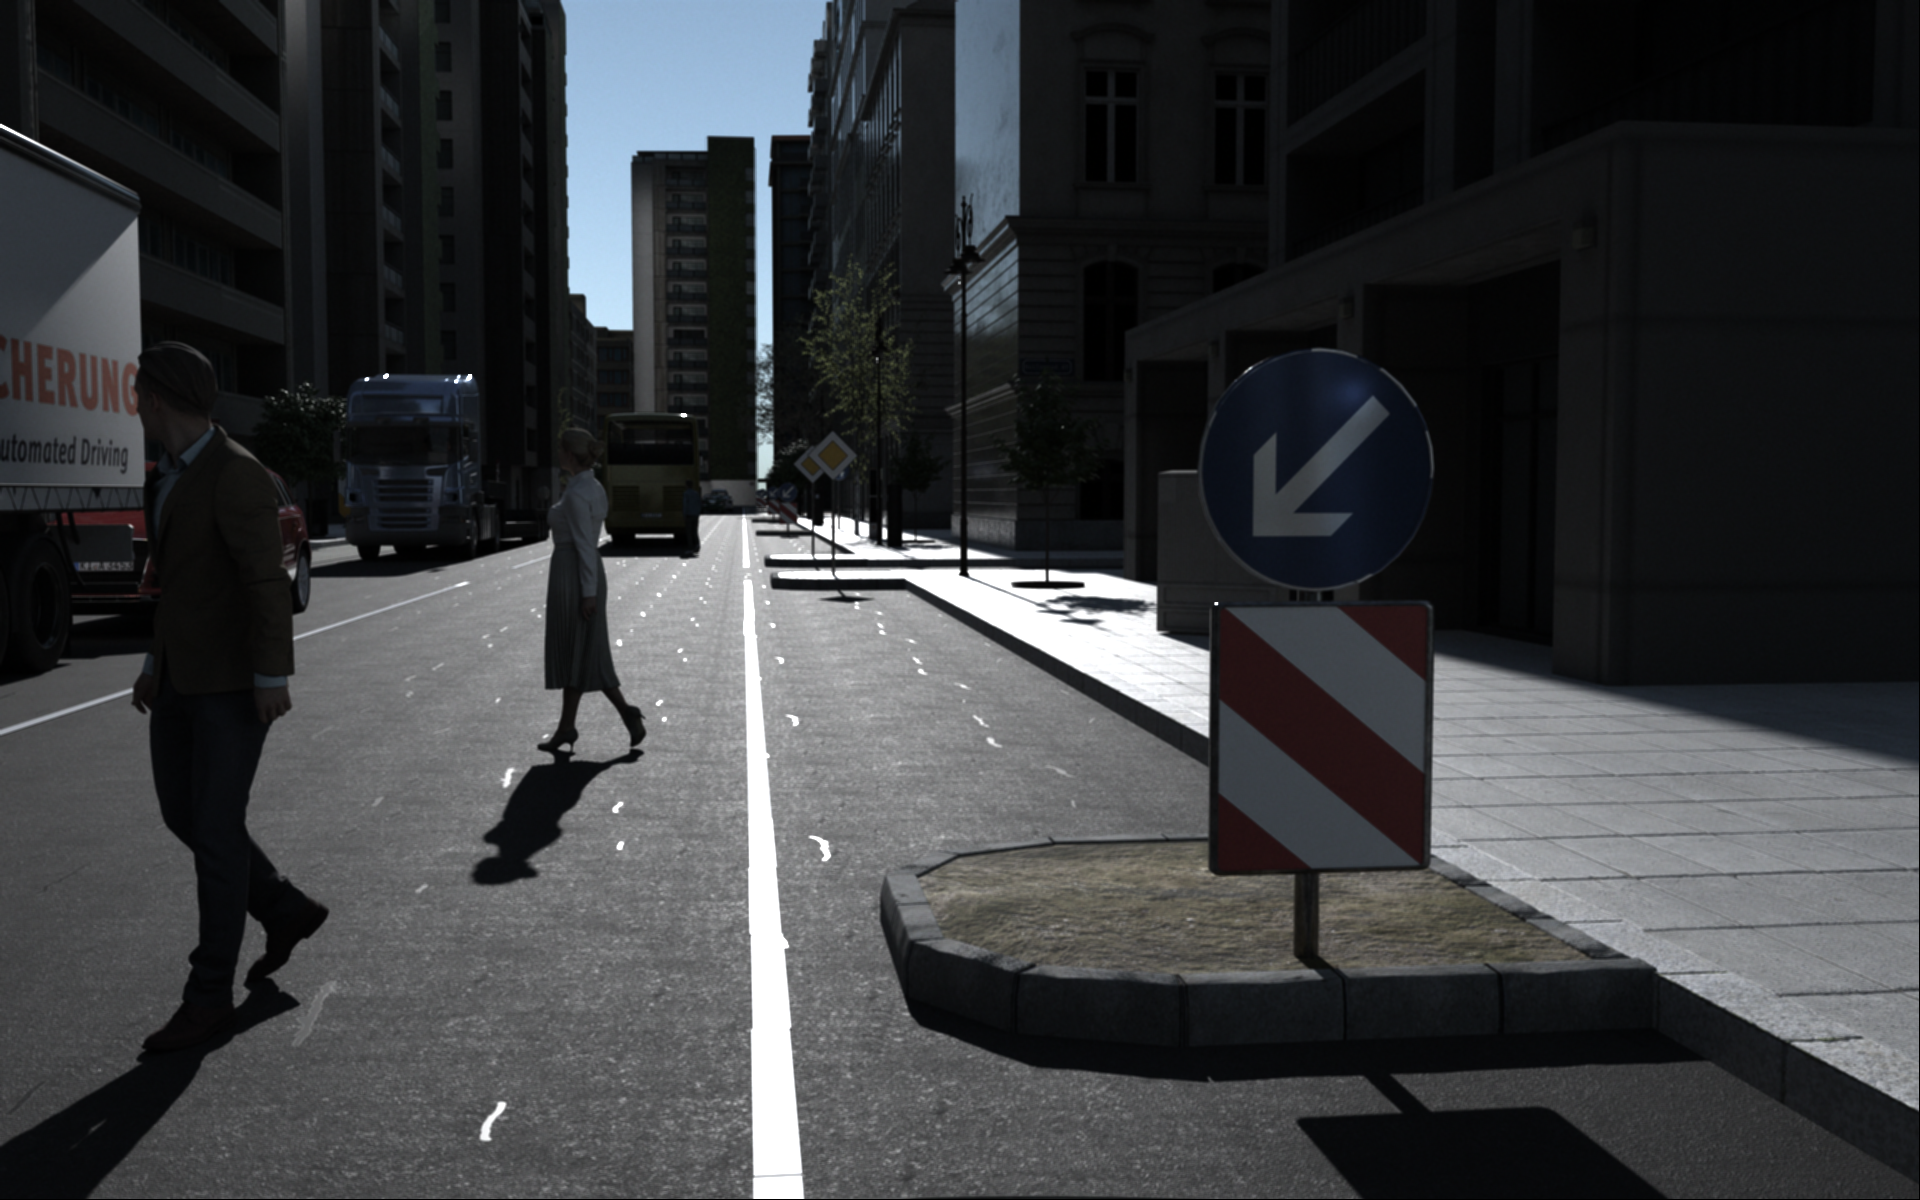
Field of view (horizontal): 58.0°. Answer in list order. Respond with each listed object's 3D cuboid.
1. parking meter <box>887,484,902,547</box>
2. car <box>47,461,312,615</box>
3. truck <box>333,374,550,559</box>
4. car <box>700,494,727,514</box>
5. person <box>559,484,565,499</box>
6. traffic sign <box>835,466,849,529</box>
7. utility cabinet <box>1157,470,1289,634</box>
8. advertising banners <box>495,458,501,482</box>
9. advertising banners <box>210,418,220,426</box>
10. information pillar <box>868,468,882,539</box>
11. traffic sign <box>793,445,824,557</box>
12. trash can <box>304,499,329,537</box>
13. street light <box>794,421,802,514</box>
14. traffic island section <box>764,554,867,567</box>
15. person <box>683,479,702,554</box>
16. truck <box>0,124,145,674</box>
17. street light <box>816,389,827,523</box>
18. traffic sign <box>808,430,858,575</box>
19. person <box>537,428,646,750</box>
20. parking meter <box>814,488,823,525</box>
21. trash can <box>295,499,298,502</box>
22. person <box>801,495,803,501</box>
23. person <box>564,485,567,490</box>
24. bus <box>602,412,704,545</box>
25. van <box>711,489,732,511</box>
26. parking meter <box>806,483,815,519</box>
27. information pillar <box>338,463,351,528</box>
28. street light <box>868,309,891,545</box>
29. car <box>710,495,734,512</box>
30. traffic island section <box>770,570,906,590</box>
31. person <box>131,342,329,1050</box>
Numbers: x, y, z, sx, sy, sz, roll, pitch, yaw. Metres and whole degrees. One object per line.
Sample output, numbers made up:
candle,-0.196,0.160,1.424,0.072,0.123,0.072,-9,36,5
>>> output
parking meter,-1.591,-2.065,42.179,0.372,1.533,0.369,0,3,0
car,-8.734,-0.656,19.406,2.281,1.827,5.304,-1,4,-9
truck,-12.830,-3.372,44.889,2.967,4.110,18.799,0,4,-8
car,-17.979,-6.972,125.793,2.131,1.459,4.920,-1,4,-9
person,-16.177,-3.831,70.912,0.659,1.850,0.755,1,4,22
traffic sign,-4.396,-3.839,62.877,0.768,2.556,0.104,0,4,-5
utility cabinet,2.375,-0.428,15.683,1.173,1.500,0.318,2,4,33
advertising banners,-22.844,-5.388,84.282,0.090,3.025,2.074,1,4,14
advertising banners,-17.534,-2.633,39.231,0.090,3.025,2.074,1,4,23
information pillar,-2.414,-2.755,49.541,0.304,2.012,0.304,1,4,22
traffic sign,-2.997,-1.933,35.248,0.795,2.450,0.064,0,4,-7
trash can,-19.352,-2.476,52.137,0.748,1.137,0.748,0,3,0
street light,-10.234,-8.338,109.117,0.468,5.910,1.993,0,4,-7
traffic island section,-2.975,-0.798,35.328,2.009,0.180,2.903,0,4,-7
person,-6.415,-1.994,41.447,0.601,1.785,0.444,-3,5,-41
truck,-8.068,-1.316,10.433,2.839,4.237,11.283,0,4,-7
street light,-6.071,-6.331,76.307,0.468,5.910,1.993,0,4,-7
traffic sign,-2.003,-1.448,27.325,0.795,2.450,0.064,0,4,-7
person,-2.063,-0.059,9.684,0.641,1.798,0.478,1,4,15
parking meter,-5.836,-3.846,71.288,0.372,1.533,0.369,0,3,0
trash can,-17.791,-2.075,45.585,0.748,1.137,0.748,0,3,0
person,-17.159,-11.075,190.520,0.436,1.711,0.756,2,4,32
person,-15.827,-3.719,69.505,0.583,1.804,0.606,-3,5,-41
bus,-9.079,-3.679,51.704,2.896,3.916,12.252,-1,4,-9
van,-20.797,-8.749,150.052,2.013,2.044,4.112,0,4,-6
parking meter,-7.706,-5.119,89.400,0.399,1.863,0.255,-3,5,-42
information pillar,-23.411,-4.557,65.866,0.183,3.616,0.504,2,4,34
street light,-2.032,-4.324,43.482,0.468,5.910,1.993,0,4,-7
car,-19.103,-7.714,138.483,2.083,1.381,4.827,-1,4,-8
traffic island section,-1.981,-0.313,27.405,2.009,0.180,2.903,0,4,-7
person,-2.064,0.222,4.785,0.656,1.842,0.836,1,4,12
